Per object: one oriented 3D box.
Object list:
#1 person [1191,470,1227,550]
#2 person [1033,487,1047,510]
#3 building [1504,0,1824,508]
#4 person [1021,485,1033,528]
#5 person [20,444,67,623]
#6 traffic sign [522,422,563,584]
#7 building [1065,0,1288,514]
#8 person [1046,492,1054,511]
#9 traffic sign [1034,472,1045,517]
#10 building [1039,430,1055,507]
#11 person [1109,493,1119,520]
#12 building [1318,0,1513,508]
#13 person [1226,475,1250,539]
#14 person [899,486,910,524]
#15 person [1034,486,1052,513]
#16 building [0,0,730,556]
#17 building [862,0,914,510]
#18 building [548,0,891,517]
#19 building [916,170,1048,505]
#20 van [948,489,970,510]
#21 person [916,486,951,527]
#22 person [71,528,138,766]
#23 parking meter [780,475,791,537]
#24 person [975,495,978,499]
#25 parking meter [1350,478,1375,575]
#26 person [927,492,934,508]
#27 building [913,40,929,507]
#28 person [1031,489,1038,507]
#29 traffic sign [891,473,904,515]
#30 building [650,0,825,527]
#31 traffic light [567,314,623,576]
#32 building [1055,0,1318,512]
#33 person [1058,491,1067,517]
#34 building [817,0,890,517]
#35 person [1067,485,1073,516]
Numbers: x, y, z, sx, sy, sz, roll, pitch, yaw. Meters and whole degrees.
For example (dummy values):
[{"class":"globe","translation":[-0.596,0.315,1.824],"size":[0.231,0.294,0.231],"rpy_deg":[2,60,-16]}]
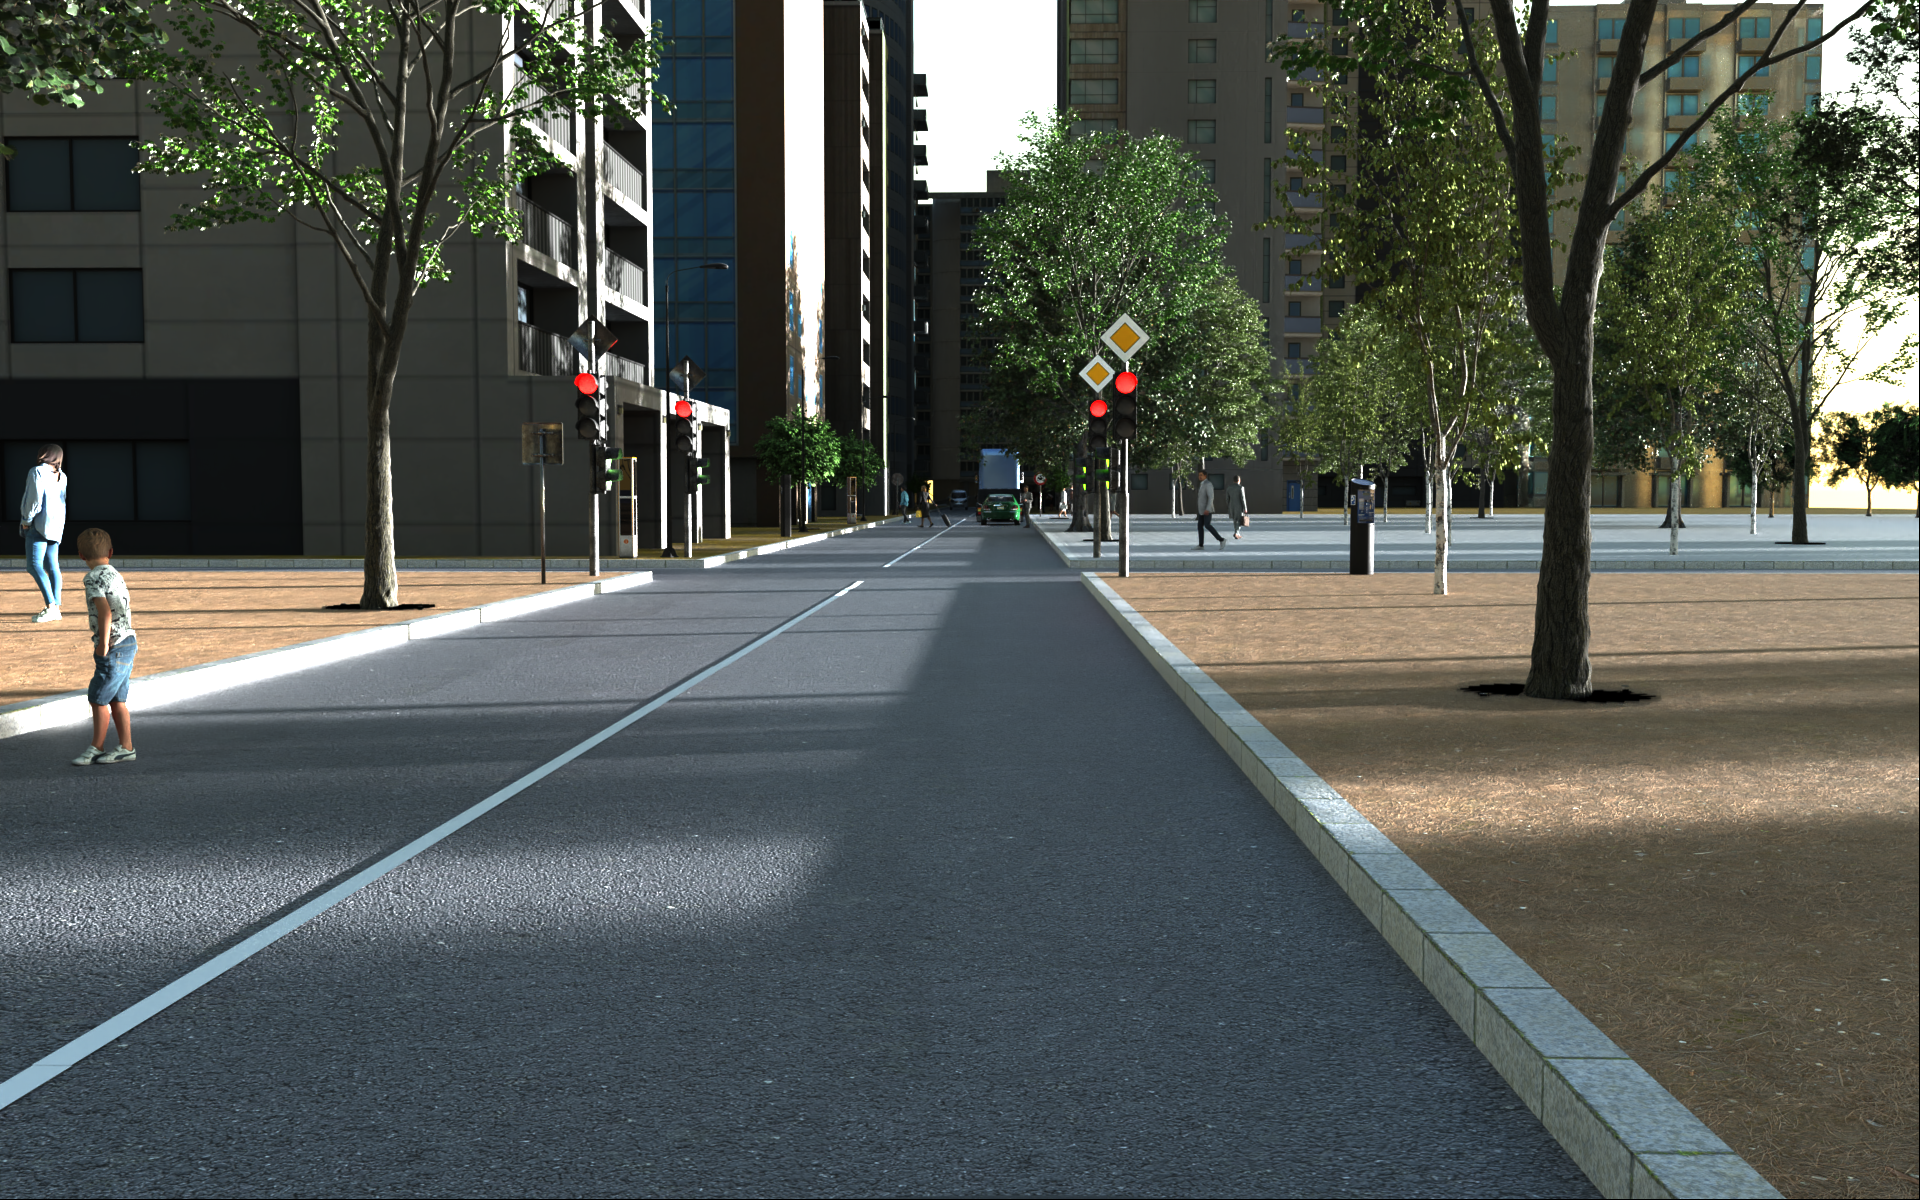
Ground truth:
[{"class":"person","translation":[5.712,-2.074,39.800],"size":[0.795,1.843,0.661],"rpy_deg":[-1,4,-9]},{"class":"person","translation":[6.556,-8.306,141.815],"size":[1.348,1.831,0.705],"rpy_deg":[1,4,8]},{"class":"building","translation":[67.140,-33.734,171.158],"size":[30.456,49.044,23.786],"rpy_deg":[0,4,2]},{"class":"person","translation":[2.780,-3.975,73.685],"size":[0.606,1.804,0.583],"rpy_deg":[3,4,37]},{"class":"person","translation":[-9.262,-0.688,17.562],"size":[0.793,1.790,0.793],"rpy_deg":[-2,4,-29]},{"class":"traffic sign","translation":[-5.960,-1.382,24.728],"size":[0.606,2.300,0.079],"rpy_deg":[0,4,8]},{"class":"building","translation":[14.161,-26.535,117.438],"size":[14.154,41.232,14.086],"rpy_deg":[0,4,2]},{"class":"person","translation":[6.844,-7.549,132.649],"size":[0.628,1.438,0.799],"rpy_deg":[2,4,26]},{"class":"traffic sign","translation":[4.573,-6.012,98.399],"size":[0.768,2.556,0.104],"rpy_deg":[0,4,4]},{"class":"building","translation":[19.161,-52.258,167.092],"size":[22.319,86.520,31.000],"rpy_deg":[0,4,2]},{"class":"person","translation":[6.682,-4.180,75.136],"size":[0.760,1.731,0.466],"rpy_deg":[-1,4,-17]},{"class":"building","translation":[41.653,-44.910,172.538],"size":[20.611,71.187,20.563],"rpy_deg":[0,4,2]},{"class":"person","translation":[7.929,-2.644,49.368],"size":[0.694,1.812,0.767],"rpy_deg":[3,5,41]},{"class":"person","translation":[-2.623,-4.558,83.048],"size":[0.620,1.820,0.660],"rpy_deg":[1,4,20]},{"class":"person","translation":[5.529,-6.720,115.930],"size":[1.348,1.821,0.705],"rpy_deg":[2,4,32]},{"class":"building","translation":[-17.048,-37.069,44.329],"size":[20.563,71.187,20.611],"rpy_deg":[0,4,2]},{"class":"building","translation":[-15.088,-36.843,144.385],"size":[21.231,58.520,28.212],"rpy_deg":[0,4,2]},{"class":"building","translation":[-15.403,-41.675,119.632],"size":[20.563,71.187,20.611],"rpy_deg":[0,4,2]},{"class":"building","translation":[5.834,-31.713,210.395],"size":[23.993,40.220,32.217],"rpy_deg":[0,4,2]},{"class":"van","translation":[-0.110,-9.149,156.597],"size":[2.013,2.044,4.112],"rpy_deg":[0,4,0]},{"class":"person","translation":[-1.154,-4.041,74.793],"size":[1.509,1.804,0.699],"rpy_deg":[0,4,0]},{"class":"person","translation":[-4.550,0.244,9.202],"size":[0.352,1.250,0.332],"rpy_deg":[2,4,28]},{"class":"parking meter","translation":[-5.256,-2.846,52.241],"size":[0.255,1.863,0.399],"rpy_deg":[-1,4,-18]},{"class":"person","translation":[1.434,-7.799,136.465],"size":[0.568,1.767,0.683],"rpy_deg":[2,4,29]},{"class":"parking meter","translation":[6.424,-1.177,27.661],"size":[0.372,1.533,0.369],"rpy_deg":[0,3,0]},{"class":"person","translation":[-2.981,-9.405,160.500],"size":[1.217,1.739,0.721],"rpy_deg":[1,4,11]},{"class":"building","translation":[-18.571,-33.893,173.757],"size":[30.456,49.044,23.786],"rpy_deg":[0,4,2]},{"class":"person","translation":[7.322,-10.179,172.425],"size":[0.705,1.831,1.348],"rpy_deg":[3,4,36]},{"class":"traffic sign","translation":[-3.761,-6.355,104.008],"size":[0.768,2.556,0.104],"rpy_deg":[1,4,11]},{"class":"building","translation":[-13.385,-25.854,72.823],"size":[14.600,45.320,14.200],"rpy_deg":[0,4,2]},{"class":"traffic light","translation":[-5.728,-2.335,27.091],"size":[0.839,4.253,0.868],"rpy_deg":[0,4,2]},{"class":"building","translation":[18.214,-36.470,138.288],"size":[21.231,58.520,28.212],"rpy_deg":[0,4,2]},{"class":"person","translation":[5.681,-5.465,95.745],"size":[0.624,1.780,0.694],"rpy_deg":[0,4,-7]},{"class":"building","translation":[-11.610,-20.101,100.355],"size":[14.160,30.474,14.107],"rpy_deg":[0,4,2]},{"class":"person","translation":[6.544,-5.848,101.614],"size":[0.622,1.834,0.822],"rpy_deg":[1,4,17]}]
